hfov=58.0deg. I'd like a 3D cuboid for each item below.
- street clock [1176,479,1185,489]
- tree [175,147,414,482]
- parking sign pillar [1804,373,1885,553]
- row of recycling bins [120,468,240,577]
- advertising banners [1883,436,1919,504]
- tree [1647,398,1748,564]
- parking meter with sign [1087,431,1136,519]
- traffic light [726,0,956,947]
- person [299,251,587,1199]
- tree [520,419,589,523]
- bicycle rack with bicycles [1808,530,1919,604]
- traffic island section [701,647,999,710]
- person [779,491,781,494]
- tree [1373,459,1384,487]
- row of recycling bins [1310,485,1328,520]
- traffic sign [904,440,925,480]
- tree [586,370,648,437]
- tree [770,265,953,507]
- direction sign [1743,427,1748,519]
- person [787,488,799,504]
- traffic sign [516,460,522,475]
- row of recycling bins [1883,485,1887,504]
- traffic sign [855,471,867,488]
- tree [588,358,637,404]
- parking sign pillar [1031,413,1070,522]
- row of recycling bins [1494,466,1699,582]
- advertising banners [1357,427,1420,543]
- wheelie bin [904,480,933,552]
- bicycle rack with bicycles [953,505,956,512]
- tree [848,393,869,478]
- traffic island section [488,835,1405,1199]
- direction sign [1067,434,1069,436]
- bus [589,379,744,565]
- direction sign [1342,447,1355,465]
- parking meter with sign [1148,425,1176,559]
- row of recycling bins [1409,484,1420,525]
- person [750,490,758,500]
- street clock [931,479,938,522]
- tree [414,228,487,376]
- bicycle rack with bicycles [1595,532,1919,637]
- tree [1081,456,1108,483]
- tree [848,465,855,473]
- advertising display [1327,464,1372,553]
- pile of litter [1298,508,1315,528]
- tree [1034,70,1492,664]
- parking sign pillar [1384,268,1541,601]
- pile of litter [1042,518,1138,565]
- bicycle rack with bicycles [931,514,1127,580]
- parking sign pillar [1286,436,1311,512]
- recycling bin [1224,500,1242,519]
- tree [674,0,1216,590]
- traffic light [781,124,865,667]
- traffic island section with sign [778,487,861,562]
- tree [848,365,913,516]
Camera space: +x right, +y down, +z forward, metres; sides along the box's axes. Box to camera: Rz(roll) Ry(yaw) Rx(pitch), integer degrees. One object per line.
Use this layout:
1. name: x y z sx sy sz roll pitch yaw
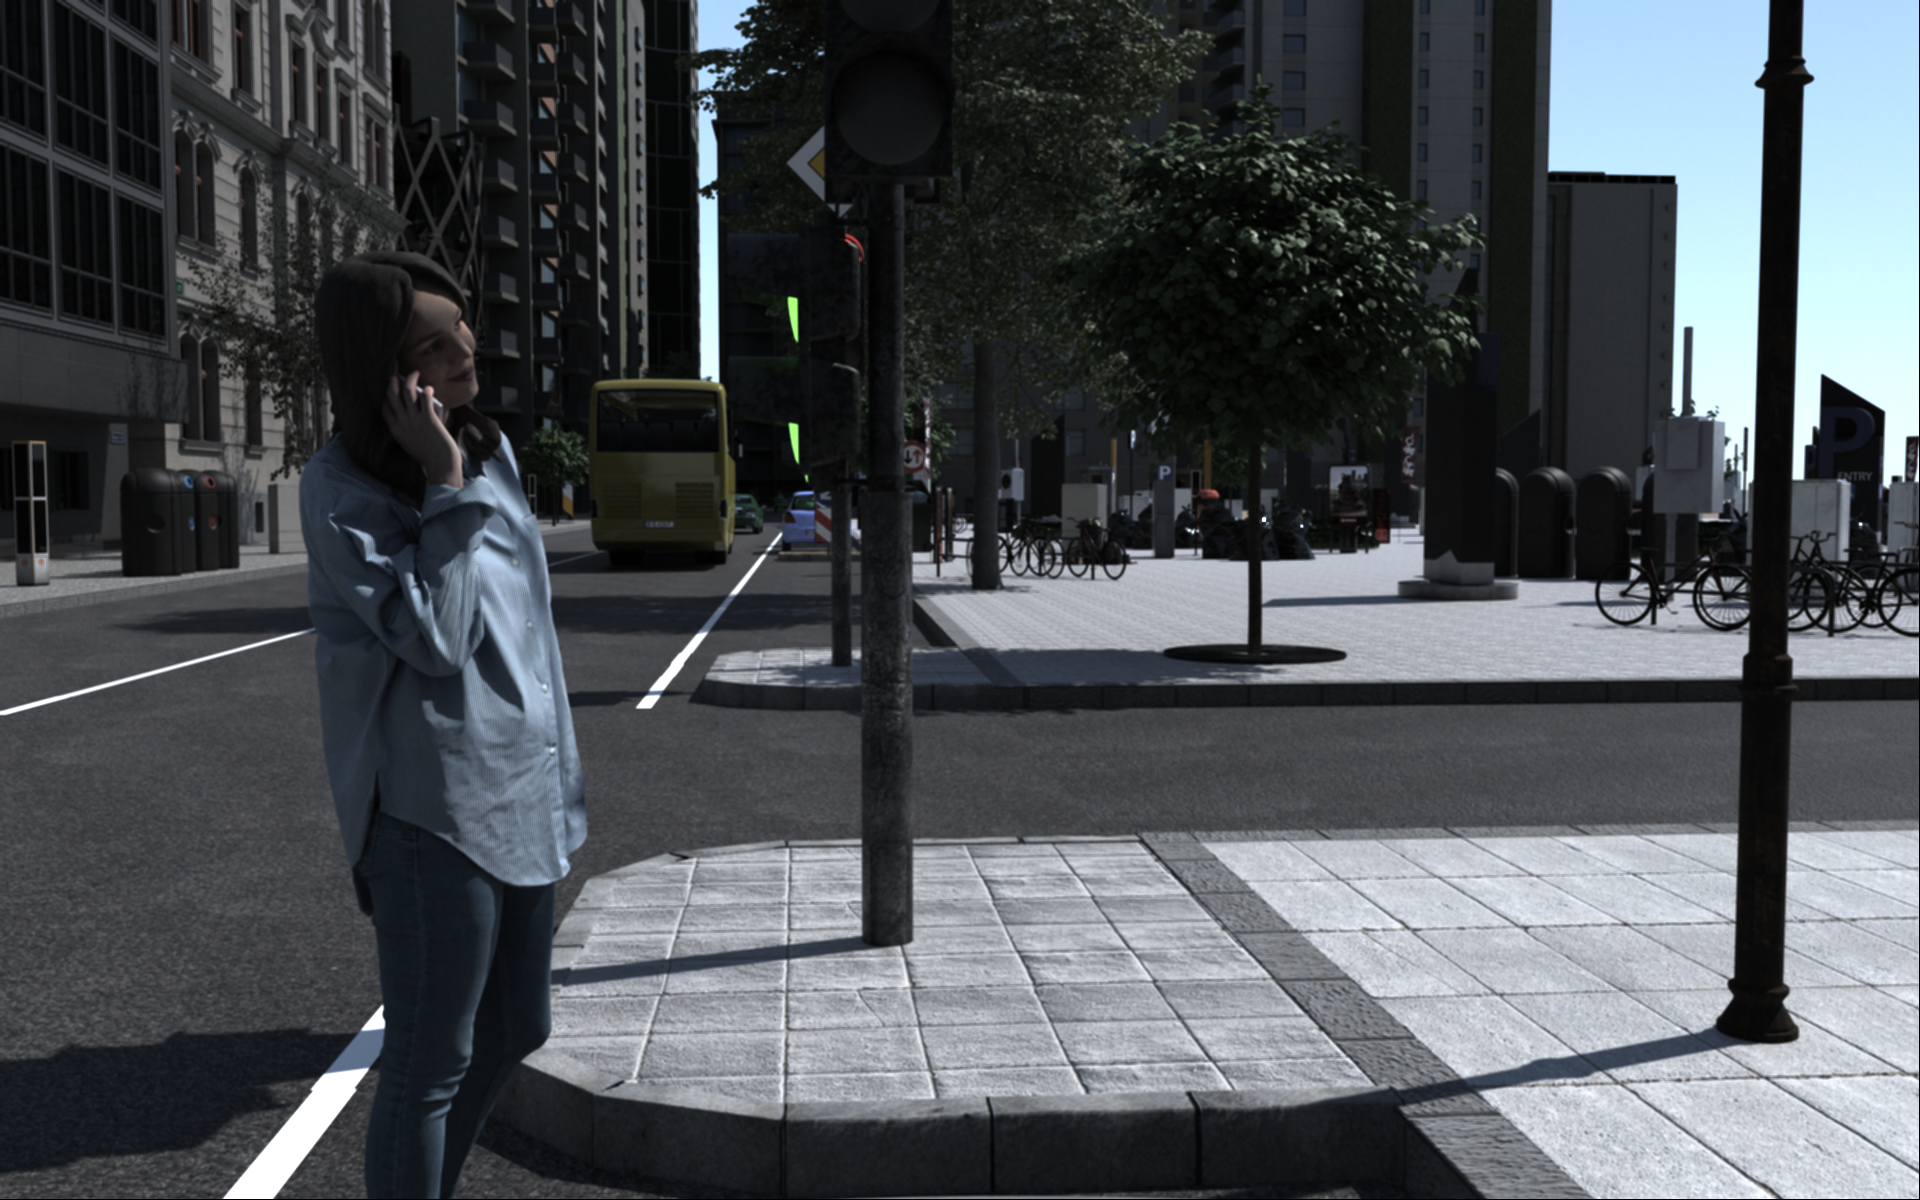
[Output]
1. street clock: 10.660 -4.842 83.732 0.358 2.002 0.471 -1 4 -23
2. tree: -13.774 -5.241 36.047 4.360 8.622 3.978 0 3 0
3. parking sign pillar: 19.667 -3.048 38.300 1.447 3.967 1.447 3 5 39
4. row of recycling bins: -12.814 -1.305 28.449 1.069 1.692 3.534 0 4 -4
5. advertising banners: 28.467 -3.470 52.922 0.090 3.025 2.074 -1 4 -14
6. tree: 13.252 -2.274 31.786 1.663 3.219 1.824 0 3 0
7. parking meter with sign: 3.792 -3.071 46.465 1.738 3.016 0.543 1 4 19
8. traffic light: -0.227 -0.975 4.865 0.839 4.253 0.868 0 4 -5
9. person: -0.845 0.365 2.795 0.793 1.790 0.793 -1 4 -23
10. tree: -17.691 -5.654 76.151 4.285 4.588 4.351 0 3 0
11. bicycle rack with bicycles: 12.709 -0.492 21.432 2.925 0.926 2.852 -3 4 -36
12. traffic island section: -0.861 0.571 12.939 2.009 0.180 2.903 0 4 -5
13. person: -16.813 -9.334 162.053 0.756 1.711 0.436 -2 4 -28
14. tree: 20.690 -5.343 81.953 1.663 3.219 1.824 0 3 0
15. row of recycling bins: 16.280 -4.195 75.708 1.069 1.692 3.534 -1 4 -17
16. traffic sign: -1.126 -2.517 41.264 0.768 2.556 0.104 0 4 3
17. tree: -19.725 -9.271 101.945 4.737 8.622 4.395 0 3 0
18. tree: -5.241 -11.278 91.047 9.857 13.997 8.962 0 3 0
19. direction sign: 26.598 -4.079 58.697 0.379 3.537 0.876 2 4 31
20. person: -8.384 -4.929 89.766 1.217 1.739 0.721 -1 4 -22
21. traffic sign: -16.136 -3.802 62.265 0.768 2.556 0.104 0 4 3
22. row of recycling bins: 39.600 -4.179 75.444 1.069 1.692 3.534 -3 5 -40
23. traffic sign: -4.820 -5.225 85.532 0.768 2.556 0.104 0 4 0
24. tree: -18.238 -8.804 94.315 4.360 8.622 3.978 0 3 0
25. parking sign pillar: 3.022 -4.245 57.882 1.447 3.967 1.447 2 4 32
26. row of recycling bins: 9.389 -1.174 26.301 3.534 1.692 1.069 3 5 40
27. advertising banners: 10.905 -2.981 44.921 2.074 3.025 0.090 0 4 -4
28. wheelie bin: -0.983 -1.853 38.206 0.693 1.594 0.980 -2 4 -32
29. bicycle rack with bicycles: -0.854 -2.675 57.112 2.925 0.926 2.852 -1 4 -21
30. tree: -1.752 -3.956 48.389 4.285 4.588 4.351 0 3 0
31. traffic island section: -0.186 1.058 4.982 2.009 0.180 2.903 0 4 -5
32. direction sign: 3.878 -4.441 64.613 0.379 3.537 0.876 2 4 29
33. bus: -6.265 -2.842 38.018 2.896 3.916 12.252 0 4 -7
34. direction sign: 18.679 -5.589 83.377 0.876 3.537 0.379 -2 4 -33
35. parking meter with sign: 4.099 -2.373 35.065 0.543 3.016 1.738 0 4 3
36. row of recycling bins: 19.166 -4.095 74.069 1.069 1.692 3.534 1 4 12
37. person: -19.254 -9.276 160.190 1.348 1.821 0.705 2 4 24
38. street clock: -1.152 -4.087 71.390 0.358 2.002 0.471 -3 5 -42
39. tree: -14.421 -5.773 44.756 4.360 8.622 3.978 0 3 0
40. bicycle rack with bicycles: 8.017 -0.194 16.559 2.852 0.926 2.925 -2 4 -34
41. tree: 7.166 -5.754 88.676 1.663 3.219 1.824 0 3 0
42. tree: -8.220 -10.595 123.584 4.360 8.622 3.978 0 3 0
43. advertising display: 8.465 -1.986 37.679 0.974 1.923 0.123 3 4 39
44. pile of litter: 10.877 -2.414 53.436 1.176 0.858 1.719 0 4 4
45. tree: 2.294 -1.833 13.688 4.285 4.588 4.351 0 3 0
46. parking sign pillar: 6.180 -2.014 21.397 1.447 3.967 1.447 0 4 -5
47. pile of litter: 2.370 -1.093 31.831 1.719 0.858 1.176 1 4 19
48. bicycle rack with bicycles: 0.884 -0.805 26.552 2.852 0.926 2.925 -1 4 -23
49. parking sign pillar: 12.400 -4.586 63.459 1.447 3.967 1.447 -1 4 -12
50. recycling bin: 12.408 -4.042 78.644 0.722 1.027 0.722 0 4 1
51. tree: 0.011 -6.402 22.801 7.486 12.596 7.792 0 3 0
52. traffic light: -0.902 -1.462 12.821 0.839 4.253 0.868 0 4 -5
53. traffic island section with sign: -2.957 -1.771 37.592 1.989 1.847 2.006 0 4 -5
54. tree: -3.989 -8.001 81.178 4.737 8.622 4.395 0 3 0
